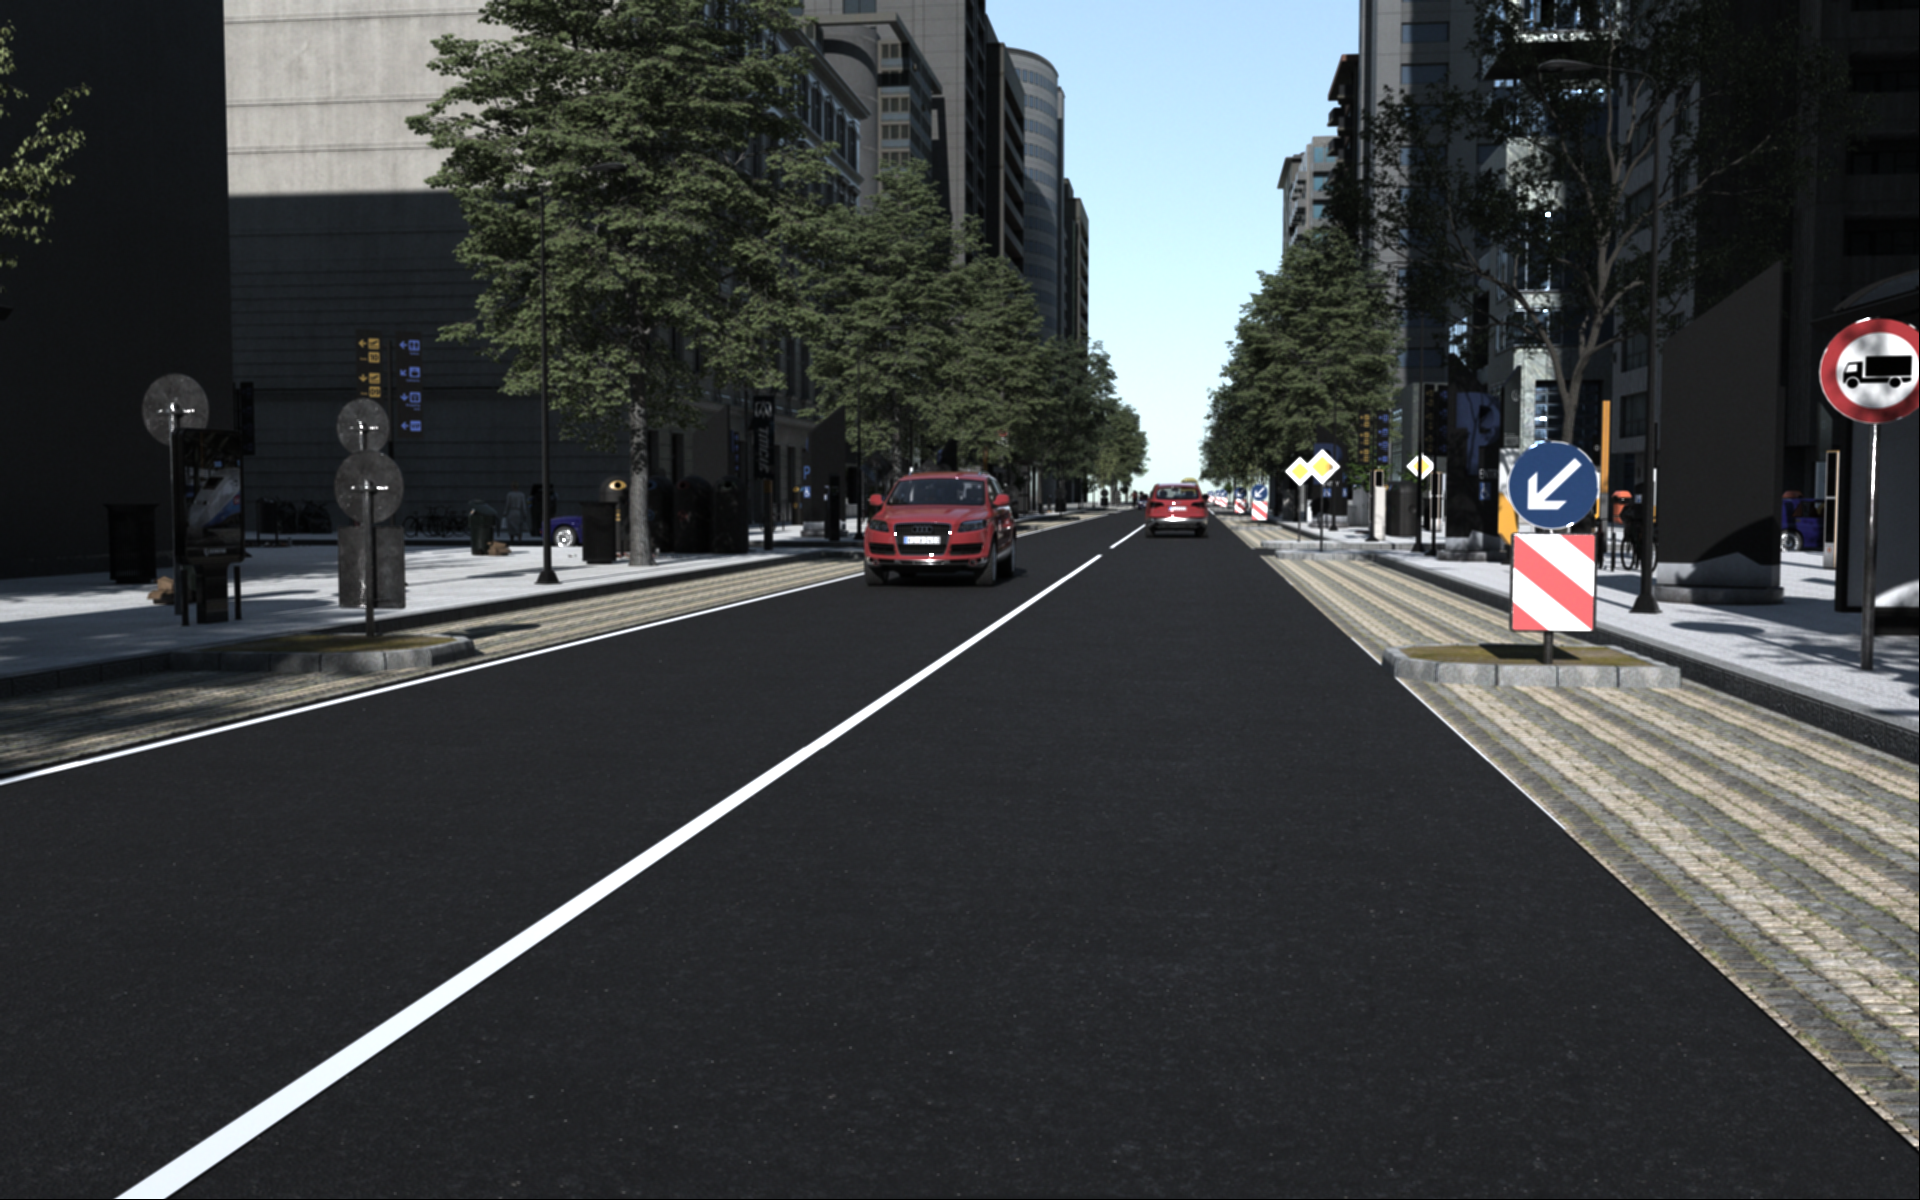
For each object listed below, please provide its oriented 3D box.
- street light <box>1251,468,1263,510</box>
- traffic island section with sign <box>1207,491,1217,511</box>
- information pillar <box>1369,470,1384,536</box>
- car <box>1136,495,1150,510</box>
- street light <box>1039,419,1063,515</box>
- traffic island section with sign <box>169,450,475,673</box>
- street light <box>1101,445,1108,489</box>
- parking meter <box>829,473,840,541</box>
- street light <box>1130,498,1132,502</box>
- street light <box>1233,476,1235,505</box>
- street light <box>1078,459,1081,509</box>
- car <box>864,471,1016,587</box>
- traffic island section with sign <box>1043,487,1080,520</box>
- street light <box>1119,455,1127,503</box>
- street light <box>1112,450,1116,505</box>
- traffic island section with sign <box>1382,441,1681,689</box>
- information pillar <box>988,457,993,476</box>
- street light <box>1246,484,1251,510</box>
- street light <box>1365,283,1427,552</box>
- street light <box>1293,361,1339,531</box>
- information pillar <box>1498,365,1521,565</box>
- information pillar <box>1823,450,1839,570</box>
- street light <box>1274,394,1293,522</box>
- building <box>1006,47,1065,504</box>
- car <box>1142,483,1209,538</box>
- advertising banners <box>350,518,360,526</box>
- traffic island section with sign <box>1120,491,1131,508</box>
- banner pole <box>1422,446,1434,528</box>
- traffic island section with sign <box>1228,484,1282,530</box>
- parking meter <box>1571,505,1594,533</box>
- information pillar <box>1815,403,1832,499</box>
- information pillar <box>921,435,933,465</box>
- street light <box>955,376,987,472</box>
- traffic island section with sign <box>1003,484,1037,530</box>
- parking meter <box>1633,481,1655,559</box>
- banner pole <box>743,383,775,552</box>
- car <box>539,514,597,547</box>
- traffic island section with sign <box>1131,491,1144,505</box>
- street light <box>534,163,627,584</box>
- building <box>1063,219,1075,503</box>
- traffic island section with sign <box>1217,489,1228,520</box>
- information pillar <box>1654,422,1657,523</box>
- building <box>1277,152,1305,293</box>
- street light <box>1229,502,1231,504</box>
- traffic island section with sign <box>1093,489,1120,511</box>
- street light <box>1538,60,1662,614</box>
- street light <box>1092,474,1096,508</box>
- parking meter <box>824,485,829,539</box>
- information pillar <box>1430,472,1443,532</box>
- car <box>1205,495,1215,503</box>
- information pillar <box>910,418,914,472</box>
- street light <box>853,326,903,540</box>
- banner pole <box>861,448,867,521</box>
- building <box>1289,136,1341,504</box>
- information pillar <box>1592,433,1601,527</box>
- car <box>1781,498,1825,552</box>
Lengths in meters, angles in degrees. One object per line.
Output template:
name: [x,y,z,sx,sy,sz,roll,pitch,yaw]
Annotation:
street light: [17.664,-7.769,99.557,1.470,5.913,1.316,0,4,8]
traffic island section with sign: [21.991,-8.363,145.358,1.989,1.847,2.006,0,4,8]
information pillar: [12.689,-2.953,52.780,0.304,2.012,0.304,-1,4,-15]
car: [17.195,-8.957,159.025,1.945,1.354,3.894,0,4,7]
street light: [5.657,-8.263,107.645,1.470,5.913,1.316,0,4,8]
traffic island section with sign: [-5.289,-0.377,14.786,1.989,1.847,2.006,0,4,8]
street light: [13.191,-11.688,163.641,1.470,5.913,1.316,0,4,8]
parking meter: [-3.437,-2.543,47.292,0.255,1.863,0.399,-1,4,-13]
street light: [21.415,-15.480,225.636,1.470,5.913,1.316,0,4,8]
street light: [22.520,-10.043,136.750,1.470,5.913,1.316,0,4,8]
street light: [7.862,-9.271,124.126,1.470,5.913,1.316,0,4,8]
car: [-0.249,-1.216,28.553,2.281,1.827,5.304,0,4,7]
traffic island section with sign: [5.697,-5.410,97.085,1.989,1.847,2.006,0,4,8]
street light: [18.794,-14.282,206.053,1.470,5.913,1.316,0,4,8]
street light: [15.828,-12.908,183.589,1.470,5.913,1.316,0,4,8]
traffic island section with sign: [4.426,-0.312,13.733,1.989,1.847,2.006,0,4,8]
information pillar: [1.636,-6.439,96.632,0.504,3.616,0.183,0,4,6]
street light: [20.385,-9.004,119.760,1.470,5.913,1.316,0,4,8]
street light: [9.608,-4.017,38.219,1.470,5.913,1.316,0,4,8]
street light: [12.512,-5.372,60.378,1.470,5.913,1.316,0,4,8]
information pillar: [9.979,-2.451,31.425,0.504,3.616,0.183,-2,4,-35]
information pillar: [14.873,-1.519,29.330,0.304,2.012,0.304,-1,4,-9]
street light: [15.011,-6.571,79.977,1.470,5.913,1.316,0,4,8]
building: [2.188,-42.006,228.790,21.231,58.520,28.212,0,4,8]
car: [7.262,-3.038,58.339,2.281,1.827,5.304,0,4,6]
advertising banners: [-12.269,-2.388,35.235,0.090,3.025,2.074,-2,4,-28]
traffic island section with sign: [15.853,-10.065,173.193,1.989,1.847,2.006,0,4,8]
banner pole: [17.659,-4.581,64.917,0.401,3.779,0.863,-1,4,-13]
traffic island section with sign: [11.827,-3.705,69.209,1.989,1.847,2.006,0,4,8]
parking meter: [11.961,-1.684,33.252,0.399,1.863,0.255,1,4,17]
information pillar: [22.237,-3.259,44.635,0.504,3.616,0.183,-2,4,-26]
information pillar: [-1.277,-4.562,65.942,0.504,3.616,0.183,0,4,-6]
street light: [0.379,-5.860,68.344,1.470,5.913,1.316,0,4,8]
traffic island section with sign: [2.097,-3.763,70.148,1.989,1.847,2.006,0,4,8]
parking meter: [13.450,-1.569,34.072,0.372,1.533,0.369,0,3,0]
banner pole: [-4.544,-2.981,38.751,0.863,3.779,0.401,0,4,-2]
car: [-8.893,-1.996,45.212,3.894,1.354,1.945,0,4,7]
traffic island section with sign: [23.269,-13.467,228.810,1.989,1.847,2.006,0,4,8]
street light: [-5.357,-3.178,24.496,1.470,5.913,1.316,0,4,8]
building: [9.151,-34.705,251.013,14.154,41.232,14.086,0,4,8]
traffic island section with sign: [15.398,-5.339,95.928,1.989,1.847,2.006,0,4,8]
information pillar: [22.532,-3.983,56.473,0.183,3.616,0.504,-1,4,-11]
building: [62.749,-41.089,261.037,28.713,52.752,27.495,0,4,8]
street light: [25.363,-11.251,156.495,1.470,5.913,1.316,0,4,8]
traffic island section with sign: [12.290,-8.431,146.474,1.989,1.847,2.006,0,4,8]
street light: [6.888,-2.820,18.649,1.470,5.913,1.316,0,4,8]
street light: [10.475,-10.491,144.070,1.470,5.913,1.316,0,4,8]
parking meter: [-3.728,-2.538,49.914,0.372,1.533,0.369,0,3,0]
information pillar: [16.089,-3.303,58.495,0.304,2.012,0.304,3,4,37]
car: [38.875,-15.922,270.110,2.009,1.686,4.222,0,4,7]
information pillar: [-1.496,-3.820,53.806,0.183,3.616,0.504,0,4,3]
street light: [-2.282,-4.627,48.186,1.470,5.913,1.316,0,4,8]
banner pole: [-4.559,-5.661,82.580,0.401,3.779,0.863,1,4,14]
building: [55.701,-37.436,231.692,23.786,49.044,30.456,0,4,8]
information pillar: [24.594,-4.614,66.801,0.504,3.616,0.183,0,4,-8]
car: [20.731,-1.738,41.003,3.894,1.354,1.945,1,4,8]
